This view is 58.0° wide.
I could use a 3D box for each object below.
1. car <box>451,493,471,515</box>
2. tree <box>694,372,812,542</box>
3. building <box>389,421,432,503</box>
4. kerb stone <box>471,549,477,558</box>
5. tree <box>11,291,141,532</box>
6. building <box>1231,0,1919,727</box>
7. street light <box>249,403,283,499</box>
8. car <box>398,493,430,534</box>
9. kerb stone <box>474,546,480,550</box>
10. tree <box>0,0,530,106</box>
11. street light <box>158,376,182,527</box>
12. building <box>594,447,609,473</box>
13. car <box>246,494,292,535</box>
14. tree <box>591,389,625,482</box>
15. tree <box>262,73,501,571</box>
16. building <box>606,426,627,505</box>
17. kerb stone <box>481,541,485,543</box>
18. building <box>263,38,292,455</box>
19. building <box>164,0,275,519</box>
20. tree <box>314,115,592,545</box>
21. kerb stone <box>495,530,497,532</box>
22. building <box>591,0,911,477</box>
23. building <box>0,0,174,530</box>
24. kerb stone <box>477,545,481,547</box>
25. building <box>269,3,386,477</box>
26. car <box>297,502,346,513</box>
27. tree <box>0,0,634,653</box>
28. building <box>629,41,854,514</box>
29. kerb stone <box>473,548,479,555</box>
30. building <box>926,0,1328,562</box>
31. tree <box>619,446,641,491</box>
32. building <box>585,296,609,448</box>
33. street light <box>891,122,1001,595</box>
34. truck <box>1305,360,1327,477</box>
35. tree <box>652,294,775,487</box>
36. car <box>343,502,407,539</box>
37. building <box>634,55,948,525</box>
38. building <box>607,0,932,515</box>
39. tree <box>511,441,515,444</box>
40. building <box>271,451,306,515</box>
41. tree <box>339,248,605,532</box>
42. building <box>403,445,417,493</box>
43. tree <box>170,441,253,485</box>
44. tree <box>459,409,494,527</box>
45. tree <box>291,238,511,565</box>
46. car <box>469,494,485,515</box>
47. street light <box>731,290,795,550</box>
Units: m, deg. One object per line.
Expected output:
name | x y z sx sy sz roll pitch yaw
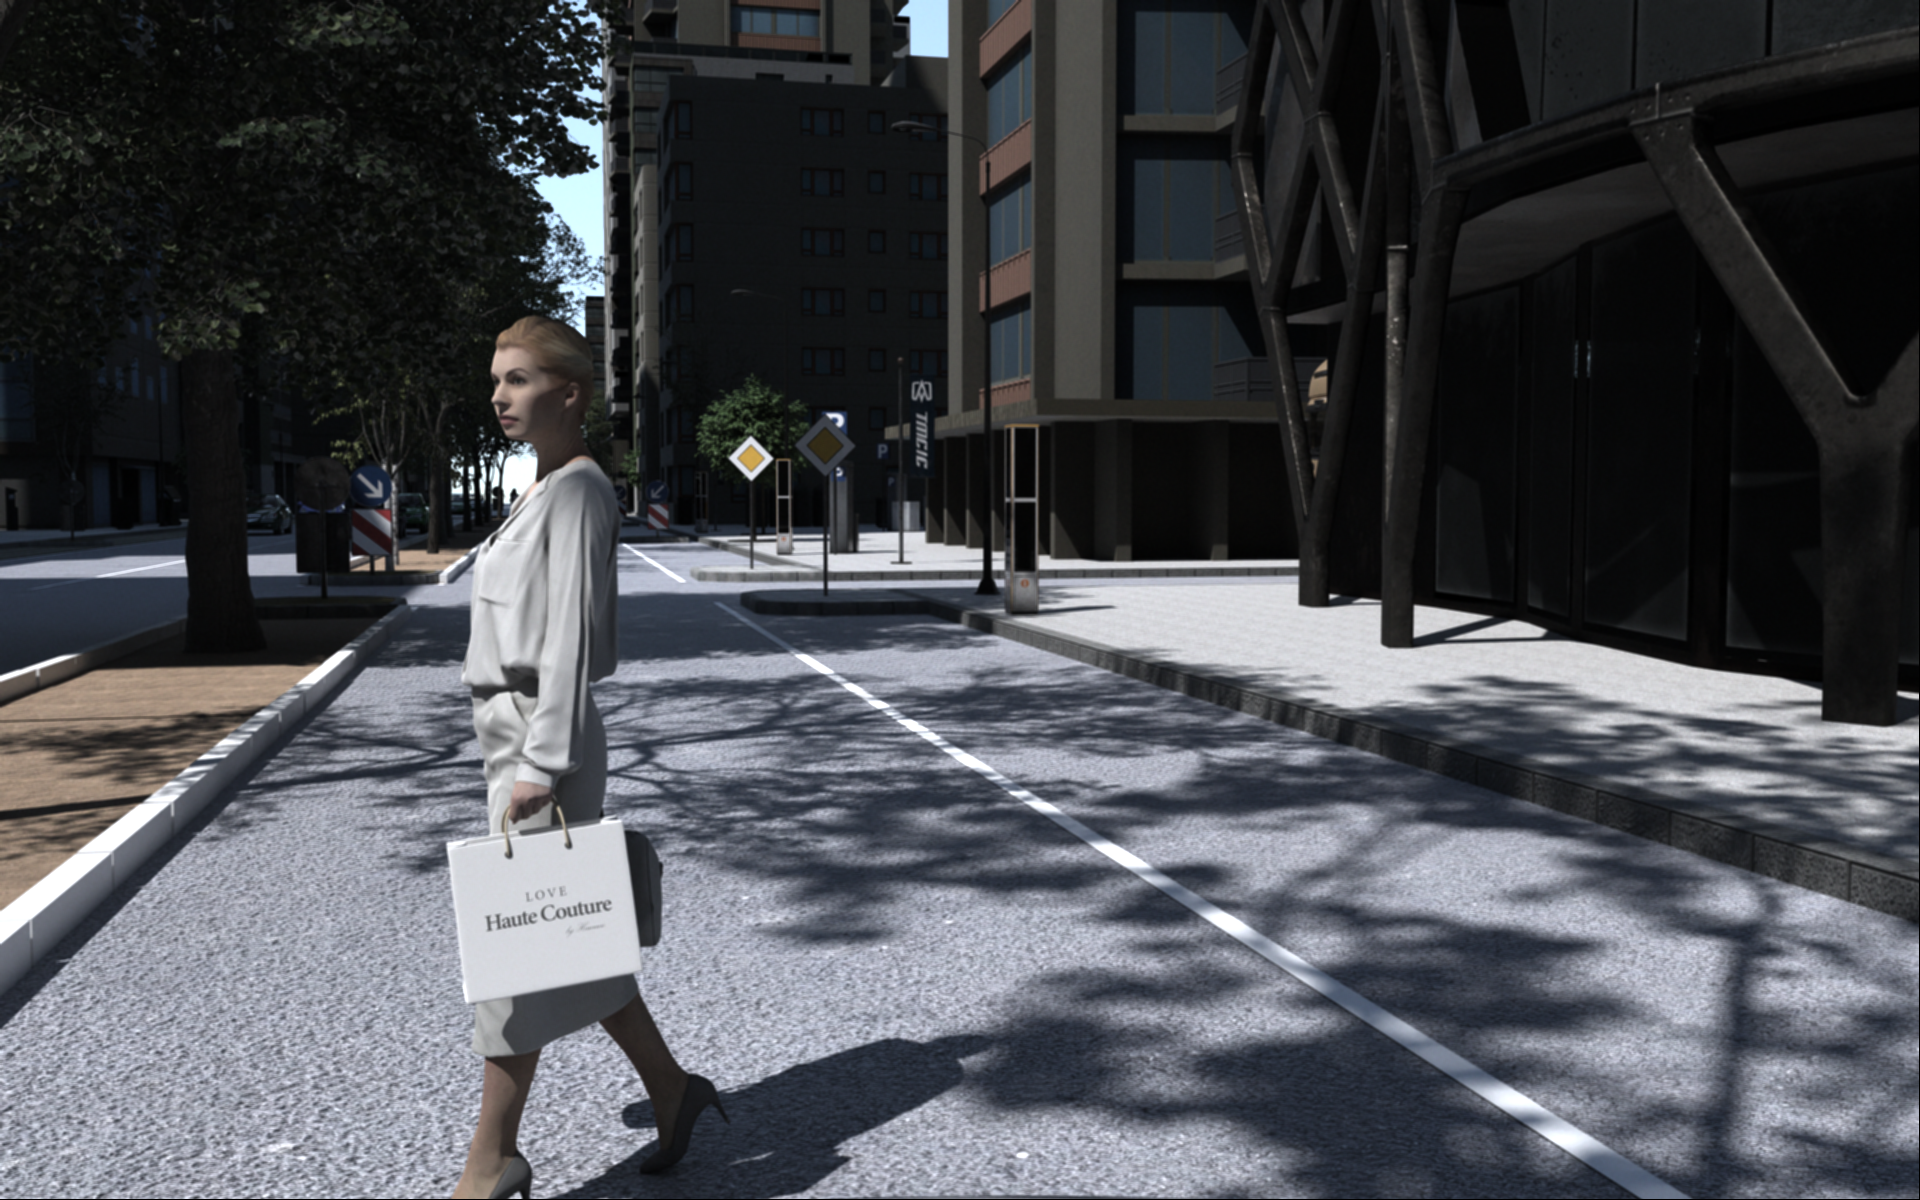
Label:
car | -30.338 -5.821 103.972 1.959 1.807 4.718 -1 4 -13
tree | -5.477 -3.855 46.742 4.285 4.588 4.351 0 3 0
building | -80.825 -34.025 239.907 14.154 41.232 14.086 -1 4 -13
kerb stone | -10.765 -0.973 38.111 0.120 0.150 1.000 -1 4 -13
tree | -30.326 -6.657 59.197 4.360 8.622 3.978 0 3 0
building | 11.670 -9.017 14.874 16.820 18.784 16.811 -1 4 -13
street light | -35.740 -7.103 88.675 1.470 5.913 1.316 -1 4 -13
car | -20.281 -3.318 63.049 1.959 1.807 4.718 -1 4 -15
kerb stone | -11.244 -1.095 40.098 0.120 0.150 1.000 -1 4 -13
tree | -4.323 -4.281 6.871 8.767 10.594 7.601 -1 4 -13
street light | -30.691 -5.826 67.800 1.470 5.913 1.316 -1 4 -13
building | -37.741 -56.143 230.609 22.319 86.520 31.000 -1 4 -13
car | -24.840 -3.033 61.390 2.131 1.459 4.920 -1 4 -14
tree | -38.867 -16.416 186.521 7.486 12.596 7.792 0 3 0
tree | -9.956 -4.719 29.979 4.360 8.622 3.978 0 3 0
building | -33.491 -46.933 205.607 20.563 71.187 20.611 -1 4 -13
kerb stone | -12.195 -1.339 44.092 0.120 0.150 1.000 -1 4 -13
building | -62.904 -26.560 126.136 32.217 40.220 23.993 -1 4 -13
building | -44.098 -19.413 89.109 14.160 30.474 14.107 -1 4 -13
tree | -14.450 -7.796 48.042 7.486 12.596 7.792 0 3 0
kerb stone | -16.757 -2.498 63.039 0.120 0.150 1.000 -1 4 -13
building | -20.002 -35.261 165.762 28.713 52.752 27.495 -1 4 -13
building | -39.675 -25.473 66.598 14.600 45.320 14.200 -1 4 -13
kerb stone | -11.485 -1.156 41.092 0.120 0.150 1.000 -1 4 -13
building | -61.967 -32.166 149.617 21.300 48.544 21.600 -1 4 -13
car | -27.481 -3.978 74.637 1.945 1.707 3.694 -1 4 -15
tree | -6.669 -6.493 15.268 9.857 13.997 8.962 0 3 0
building | -14.920 -21.045 115.780 14.160 30.474 14.107 -1 4 -13
kerb stone | -10.998 -1.034 39.106 0.120 0.150 1.000 -1 4 -13
building | 12.925 -23.797 43.707 28.867 44.769 22.147 -1 4 -13
tree | -19.092 -7.463 105.737 4.285 4.588 4.351 0 3 0
building | -47.537 -29.445 253.126 14.160 30.474 14.107 -1 4 -13
street light | -0.175 -3.019 21.899 1.470 5.913 1.316 -1 4 -13
truck | 10.691 -2.444 28.879 11.283 4.237 2.839 -1 4 -13
tree | -9.381 -6.990 64.644 4.360 8.622 3.978 0 3 0
car | -19.049 -2.687 56.514 1.945 1.354 3.894 -1 4 -15
building | -1.866 -14.915 88.901 27.650 21.520 28.899 -1 4 -13
building | -16.359 -29.540 137.610 22.147 44.769 28.867 -1 4 -13
tree | -24.947 -8.488 91.598 4.737 8.622 4.395 0 3 0
building | -51.810 -40.777 104.954 20.563 71.187 20.611 -1 4 -13
tree | -18.613 -9.302 64.911 12.009 13.543 11.850 0 3 0
building | -70.284 -33.530 198.330 14.600 45.320 14.200 -1 4 -13
tree | -34.259 -5.837 79.152 4.285 4.588 4.351 0 3 0
tree | -21.411 -9.059 76.320 9.928 11.665 9.643 0 3 0
tree | -11.394 -5.003 34.614 4.737 8.622 4.395 0 3 0
car | -34.450 -6.765 122.402 2.131 1.459 4.920 -1 4 -15
street light | -4.515 -4.107 39.684 1.470 5.913 1.316 -1 4 -13
